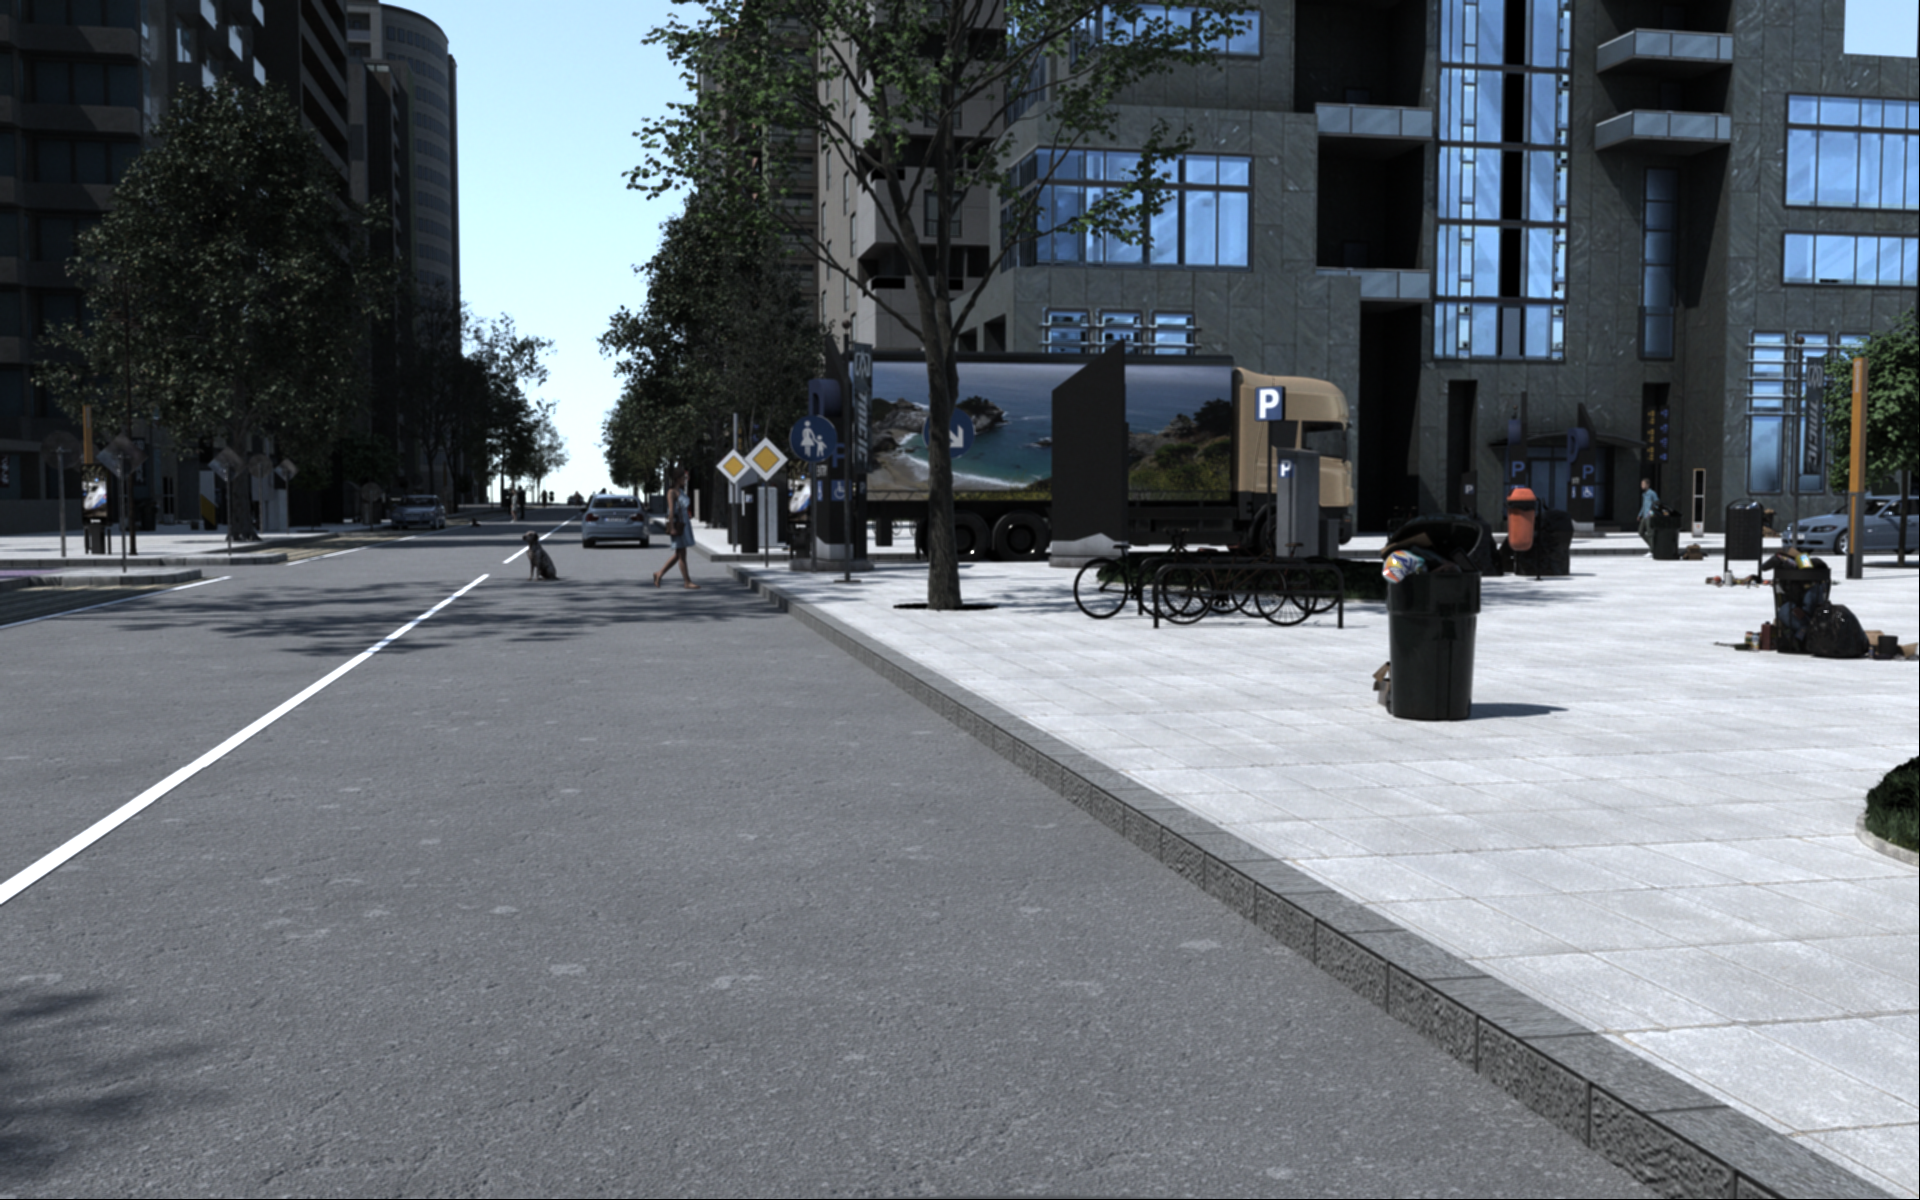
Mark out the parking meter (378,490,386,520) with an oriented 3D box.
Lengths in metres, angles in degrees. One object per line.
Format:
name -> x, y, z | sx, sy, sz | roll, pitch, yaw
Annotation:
parking meter -> -29.026, -4.805, 86.966 | 0.372, 1.533, 0.369 | 0, 3, 0

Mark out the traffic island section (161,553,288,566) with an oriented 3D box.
traffic island section -> -15.231, -0.844, 36.076 | 2.009, 0.180, 2.903 | -1, 4, -11

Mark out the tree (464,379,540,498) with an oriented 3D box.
tree -> -44.559, -15.398, 169.883 | 7.486, 12.596, 7.792 | 0, 3, 0

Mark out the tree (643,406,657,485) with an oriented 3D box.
tree -> -13.141, -8.088, 82.600 | 4.360, 8.622, 3.978 | 0, 3, 0

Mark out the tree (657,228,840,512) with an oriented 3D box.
tree -> -5.436, -5.955, 47.734 | 4.360, 8.622, 3.978 | 0, 3, 0

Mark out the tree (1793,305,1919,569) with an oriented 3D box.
tree -> 16.497, -2.855, 30.390 | 4.285, 4.588, 4.351 | 0, 3, 0

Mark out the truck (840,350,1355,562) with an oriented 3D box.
truck -> 3.085, -2.867, 35.796 | 11.283, 4.237, 2.839 | -1, 4, -10

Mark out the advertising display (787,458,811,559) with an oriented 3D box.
advertising display -> -2.809, -1.573, 30.938 | 0.123, 1.923, 0.974 | -2, 4, -34

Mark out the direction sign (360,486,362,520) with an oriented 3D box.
direction sign -> -29.364, -5.677, 84.812 | 0.876, 3.537, 0.379 | -3, 4, -37

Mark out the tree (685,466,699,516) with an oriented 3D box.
tree -> -16.216, -6.683, 103.860 | 1.663, 3.219, 1.824 | 0, 3, 0

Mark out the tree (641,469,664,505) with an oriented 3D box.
tree -> -23.307, -8.366, 131.383 | 1.663, 3.219, 1.824 | 0, 3, 0

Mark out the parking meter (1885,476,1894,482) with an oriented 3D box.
parking meter -> 29.071, -2.973, 54.325 | 0.399, 1.863, 0.255 | -3, 5, -39

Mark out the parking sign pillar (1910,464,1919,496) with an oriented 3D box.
parking sign pillar -> 40.880, -5.232, 74.018 | 1.447, 3.967, 1.447 | 2, 4, 29

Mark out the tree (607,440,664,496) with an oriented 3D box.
tree -> -41.261, -18.614, 222.470 | 7.486, 12.596, 7.792 | 0, 3, 0

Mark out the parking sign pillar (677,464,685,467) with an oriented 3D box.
parking sign pillar -> -17.447, -7.388, 109.259 | 1.447, 3.967, 1.447 | -2, 4, -29

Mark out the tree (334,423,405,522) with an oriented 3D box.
tree -> -27.081, -5.830, 79.038 | 4.285, 4.588, 4.351 | 0, 3, 0

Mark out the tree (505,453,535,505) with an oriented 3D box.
tree -> -54.298, -16.049, 212.763 | 4.737, 8.622, 4.395 | 0, 3, 0

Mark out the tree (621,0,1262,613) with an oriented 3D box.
tree -> -0.265, -5.711, 19.124 | 9.928, 11.665, 9.643 | 0, 3, 0

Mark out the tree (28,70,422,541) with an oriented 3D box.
tree -> -19.660, -7.954, 47.057 | 9.611, 12.733, 9.660 | 0, 3, 0

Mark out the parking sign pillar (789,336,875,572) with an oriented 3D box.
parking sign pillar -> -2.161, -2.483, 29.065 | 1.447, 3.967, 1.447 | -1, 4, -18

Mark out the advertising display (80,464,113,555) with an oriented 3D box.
advertising display -> -18.350, -1.934, 36.828 | 0.974, 1.923, 0.123 | 2, 4, 33

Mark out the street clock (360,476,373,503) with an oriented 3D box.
street clock -> -24.349, -4.069, 71.095 | 0.358, 2.002, 0.471 | 2, 4, 31

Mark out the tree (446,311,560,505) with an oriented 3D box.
tree -> -48.280, -19.974, 182.469 | 12.611, 20.169, 13.585 | 0, 3, 0

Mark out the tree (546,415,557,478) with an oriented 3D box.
tree -> -62.256, -21.126, 255.771 | 12.009, 13.543, 11.850 | 0, 3, 0

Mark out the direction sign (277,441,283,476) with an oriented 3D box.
direction sign -> -28.806, -5.035, 74.320 | 0.876, 3.537, 0.379 | -1, 4, -9

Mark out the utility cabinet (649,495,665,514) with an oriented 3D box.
utility cabinet -> -19.264, -6.050, 110.083 | 0.306, 1.237, 1.020 | 3, 5, 43

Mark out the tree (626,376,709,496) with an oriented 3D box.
tree -> -15.087, -8.649, 91.771 | 4.737, 8.622, 4.395 | 0, 3, 0

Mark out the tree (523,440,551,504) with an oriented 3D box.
tree -> -60.122, -18.121, 246.644 | 4.360, 8.622, 3.978 | 0, 3, 0

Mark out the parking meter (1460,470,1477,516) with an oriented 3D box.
parking meter -> 12.219, -2.198, 41.652 | 0.399, 1.863, 0.255 | 1, 4, 16

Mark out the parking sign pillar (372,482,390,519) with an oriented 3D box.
parking sign pillar -> -30.237, -6.228, 90.308 | 1.447, 3.967, 1.447 | 0, 4, 5

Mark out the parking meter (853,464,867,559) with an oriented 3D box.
parking meter -> -1.870, -1.558, 31.191 | 0.255, 1.863, 0.399 | 2, 4, 27

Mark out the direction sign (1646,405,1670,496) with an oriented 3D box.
direction sign -> 17.887, -3.209, 44.469 | 0.379, 3.537, 0.876 | -1, 4, -13

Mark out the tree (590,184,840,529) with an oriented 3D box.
tree -> -8.865, -8.994, 64.062 | 9.611, 12.733, 9.660 | 0, 3, 0

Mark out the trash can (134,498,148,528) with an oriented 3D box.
trash can -> -30.423, -3.222, 64.332 | 0.748, 1.137, 0.748 | 0, 3, 0

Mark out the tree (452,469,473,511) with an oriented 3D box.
tree -> -38.517, -8.529, 134.046 | 1.663, 3.219, 1.824 | 0, 3, 0

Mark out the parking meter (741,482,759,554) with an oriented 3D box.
parking meter -> -4.543, -1.773, 37.403 | 0.372, 1.533, 0.369 | 0, 3, 0

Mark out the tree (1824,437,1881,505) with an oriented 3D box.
tree -> 24.976, -3.318, 48.846 | 1.663, 3.219, 1.824 | 0, 3, 0

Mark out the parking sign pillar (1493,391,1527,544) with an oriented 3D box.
parking sign pillar -> 14.473, -3.454, 44.941 | 1.447, 3.967, 1.447 | 1, 4, 17

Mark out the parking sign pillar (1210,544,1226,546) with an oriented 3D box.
parking sign pillar -> 6.946, -3.347, 43.193 | 1.447, 3.967, 1.447 | 2, 4, 29

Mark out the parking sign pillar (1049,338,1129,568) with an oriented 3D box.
parking sign pillar -> 2.289, -2.569, 30.468 | 1.447, 3.967, 1.447 | 1, 4, 22

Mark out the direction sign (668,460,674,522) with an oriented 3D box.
direction sign -> -12.999, -5.260, 78.000 | 0.379, 3.537, 0.876 | 0, 4, 2

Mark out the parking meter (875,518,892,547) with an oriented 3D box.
parking meter -> -1.875, -2.244, 42.408 | 0.399, 1.863, 0.255 | -2, 4, -33

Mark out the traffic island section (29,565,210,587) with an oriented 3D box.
traffic island section -> -13.646, -0.365, 28.249 | 2.009, 0.180, 2.903 | -1, 4, -11

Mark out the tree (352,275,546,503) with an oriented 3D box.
tree -> -29.805, -11.440, 97.417 | 12.009, 13.543, 11.850 | 0, 3, 0

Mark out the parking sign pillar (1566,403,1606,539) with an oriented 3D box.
parking sign pillar -> 18.129, -3.796, 50.540 | 1.447, 3.967, 1.447 | 0, 4, 3

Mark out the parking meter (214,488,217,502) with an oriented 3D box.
parking meter -> -31.931, -4.037, 74.415 | 0.372, 1.533, 0.369 | 0, 3, 0

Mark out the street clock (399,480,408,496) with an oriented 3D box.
street clock -> -27.947, -5.046, 87.069 | 0.471, 2.002, 0.358 | 3, 5, 41

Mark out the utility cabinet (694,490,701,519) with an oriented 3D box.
utility cabinet -> -12.947, -4.802, 87.192 | 0.318, 1.500, 1.173 | 1, 4, 20

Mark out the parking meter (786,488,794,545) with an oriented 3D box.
parking meter -> -4.206, -2.155, 43.639 | 0.372, 1.533, 0.369 | 0, 3, 0

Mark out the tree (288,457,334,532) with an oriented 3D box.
tree -> -21.955, -3.894, 58.268 | 1.663, 3.219, 1.824 | 0, 3, 0

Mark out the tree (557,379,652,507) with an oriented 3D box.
tree -> -32.363, -16.335, 177.453 | 12.009, 13.543, 11.850 | 0, 3, 0

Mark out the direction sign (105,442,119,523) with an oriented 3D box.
direction sign -> -37.120, -5.139, 76.021 | 0.379, 3.537, 0.876 | 1, 4, 23

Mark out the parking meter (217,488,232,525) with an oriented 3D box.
parking meter -> -30.542, -3.896, 72.117 | 0.372, 1.533, 0.369 | 0, 3, 0

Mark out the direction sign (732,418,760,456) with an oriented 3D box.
direction sign -> -6.395, -3.657, 51.792 | 0.876, 3.537, 0.379 | 1, 4, 13
